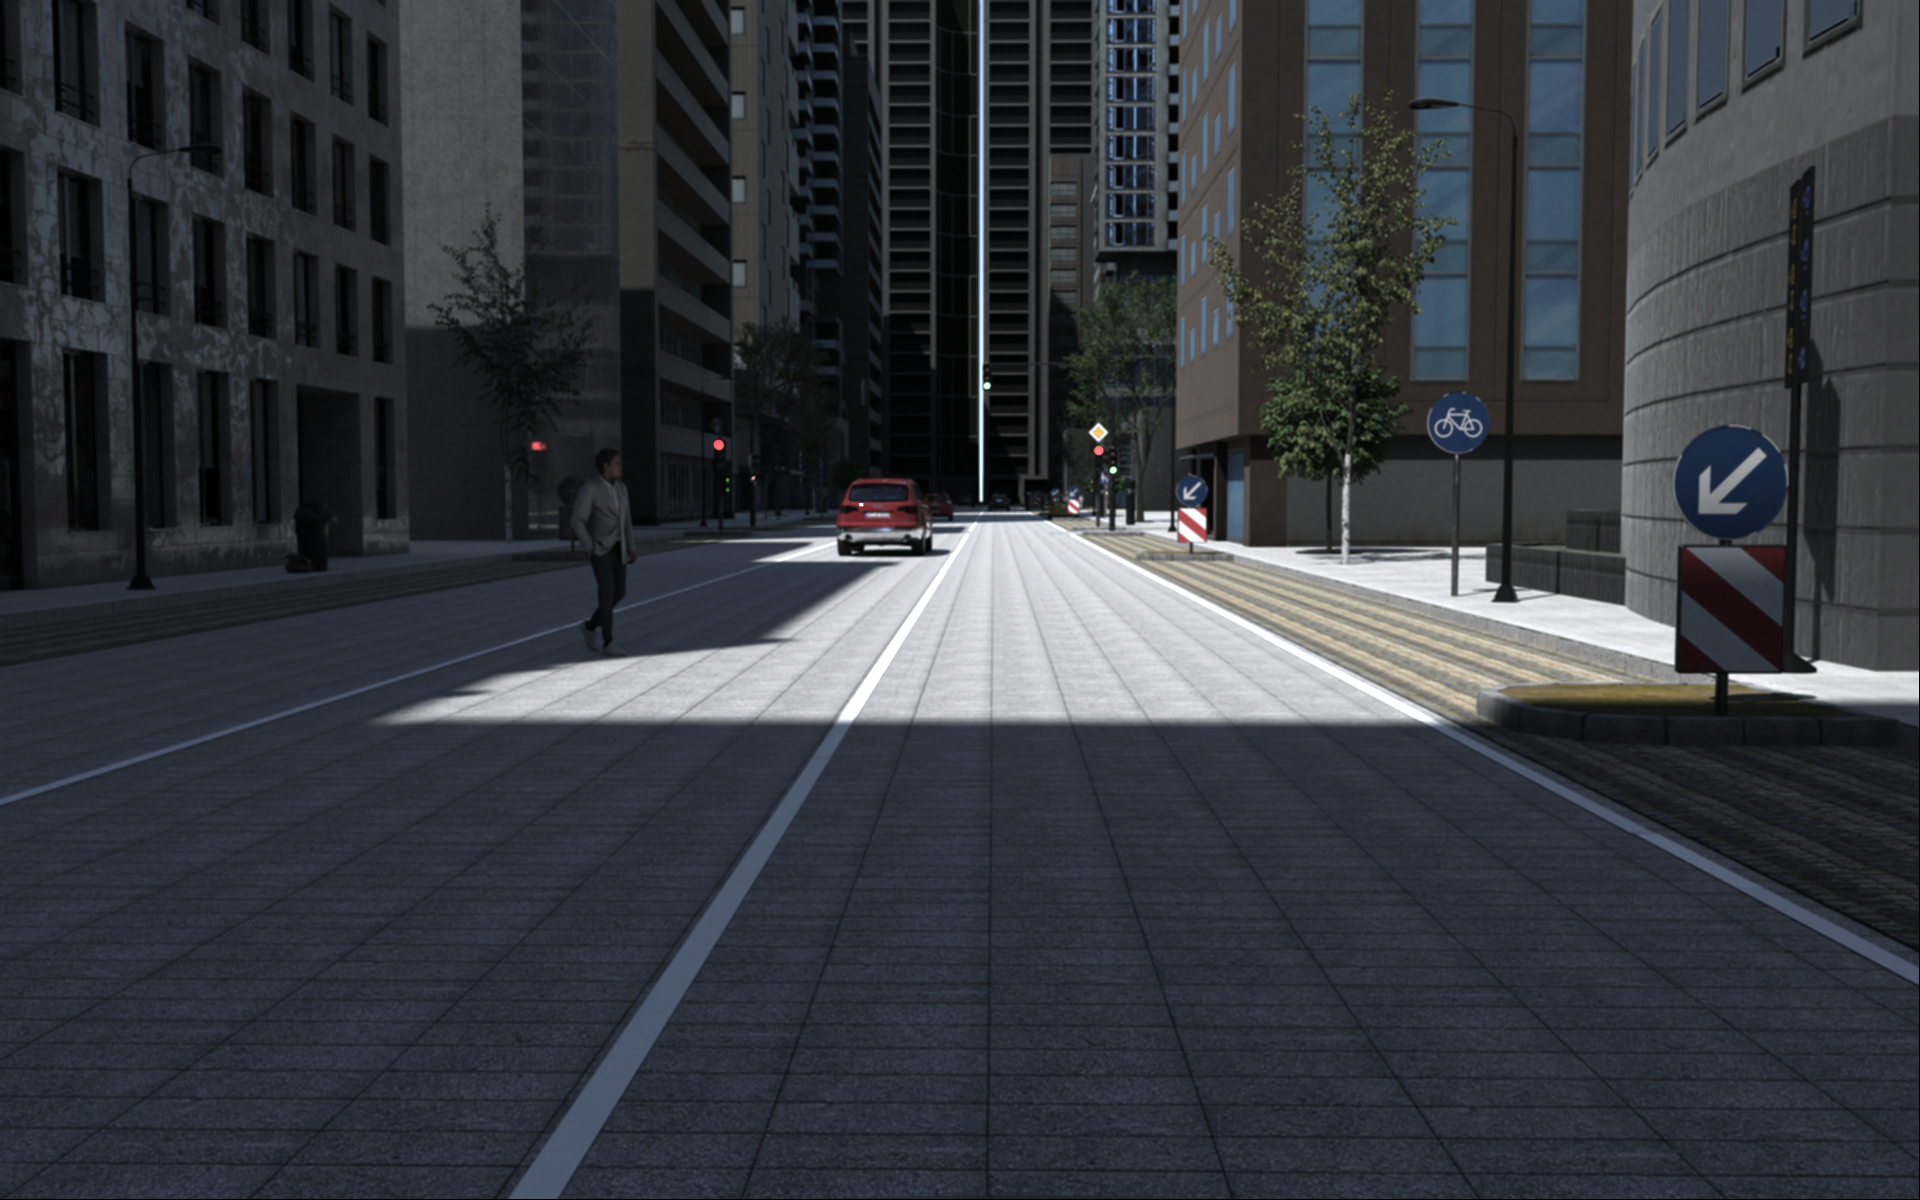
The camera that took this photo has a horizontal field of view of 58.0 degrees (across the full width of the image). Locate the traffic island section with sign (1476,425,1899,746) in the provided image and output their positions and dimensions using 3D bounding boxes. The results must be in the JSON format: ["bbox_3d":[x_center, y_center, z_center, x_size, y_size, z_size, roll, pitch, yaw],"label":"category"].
[{"bbox_3d":[4.333,-0.129,10.732,1.989,1.847,2.006,0,4,1],"label":"traffic island section with sign"}]

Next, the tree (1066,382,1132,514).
[{"bbox_3d":[9.543,-10.001,113.871,4.360,8.622,3.978,0,3,0],"label":"tree"}]

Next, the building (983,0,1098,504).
[{"bbox_3d":[13.522,-48.826,236.561,20.611,71.187,20.563,0,4,1],"label":"building"}]

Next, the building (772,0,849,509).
[{"bbox_3d":[-20.943,-51.658,157.271,22.319,86.520,31.000,0,4,1],"label":"building"}]

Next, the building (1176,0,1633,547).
[{"bbox_3d":[13.679,-24.280,47.083,14.600,45.320,14.200,0,4,1],"label":"building"}]

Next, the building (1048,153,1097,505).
[{"bbox_3d":[17.728,-32.231,210.566,14.154,41.232,14.086,0,4,1],"label":"building"}]

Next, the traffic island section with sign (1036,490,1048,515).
[{"bbox_3d":[6.480,-6.820,120.130,1.989,1.847,2.006,0,4,1],"label":"traffic island section with sign"}]

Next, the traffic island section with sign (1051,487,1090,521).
[{"bbox_3d":[5.934,-5.144,92.732,1.989,1.847,2.006,0,4,1],"label":"traffic island section with sign"}]

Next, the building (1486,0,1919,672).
[{"bbox_3d":[17.149,-28.779,12.529,21.231,58.520,28.212,0,4,1],"label":"building"}]

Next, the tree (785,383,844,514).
[{"bbox_3d":[-9.595,-9.991,113.718,4.737,8.622,4.395,0,3,0],"label":"tree"}]

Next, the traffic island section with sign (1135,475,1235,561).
[{"bbox_3d":[4.853,-1.777,37.683,1.989,1.847,2.006,0,4,1],"label":"traffic island section with sign"}]

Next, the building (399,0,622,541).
[{"bbox_3d":[-21.631,-14.364,52.881,19.932,24.808,12.078,0,4,1],"label":"building"}]

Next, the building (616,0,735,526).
[{"bbox_3d":[-22.587,-27.822,78.597,21.300,48.544,21.600,0,4,1],"label":"building"}]

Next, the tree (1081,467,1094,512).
[{"bbox_3d":[9.432,-7.905,123.844,1.663,3.219,1.824,0,3,0],"label":"tree"}]

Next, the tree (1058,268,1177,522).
[{"bbox_3d":[8.321,-9.346,78.565,9.928,11.665,9.643,0,3,0],"label":"tree"}]

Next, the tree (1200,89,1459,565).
[{"bbox_3d":[6.834,-4.959,31.449,4.737,8.622,4.395,0,3,0],"label":"tree"}]

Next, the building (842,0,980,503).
[{"bbox_3d":[-7.664,-48.835,236.702,20.611,71.187,20.563,0,4,1],"label":"building"}]

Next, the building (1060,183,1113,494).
[{"bbox_3d":[27.425,-30.552,191.400,32.217,40.220,23.993,0,4,1],"label":"building"}]

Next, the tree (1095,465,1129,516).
[{"bbox_3d":[9.076,-6.466,100.316,1.663,3.219,1.824,0,3,0],"label":"tree"}]

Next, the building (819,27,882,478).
[{"bbox_3d":[-19.655,-34.335,185.077,21.300,48.544,21.600,0,4,1],"label":"building"}]

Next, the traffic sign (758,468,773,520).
[{"bbox_3d":[-9.548,-5.199,85.108,0.768,2.556,0.104,1,4,10],"label":"traffic sign"}]

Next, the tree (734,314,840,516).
[{"bbox_3d":[-10.809,-10.755,101.601,9.928,11.665,9.643,0,3,0],"label":"tree"}]

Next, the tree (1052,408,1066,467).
[{"bbox_3d":[9.600,-11.993,146.443,4.360,8.622,3.978,0,3,0],"label":"tree"}]

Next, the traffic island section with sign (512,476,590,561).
[{"bbox_3d":[-8.467,-1.768,37.529,1.989,1.847,2.006,0,4,1],"label":"traffic island section with sign"}]

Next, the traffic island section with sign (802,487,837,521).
[{"bbox_3d":[-7.379,-5.155,92.914,1.989,1.847,2.006,0,4,1],"label":"traffic island section with sign"}]

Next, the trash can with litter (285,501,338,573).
[{"bbox_3d":[-10.704,-1.049,28.537,0.624,1.170,1.055,0,4,-2],"label":"trash can with litter"}]

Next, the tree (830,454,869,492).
[{"bbox_3d":[-8.982,-9.583,140.397,4.285,4.588,4.351,0,3,0],"label":"tree"}]

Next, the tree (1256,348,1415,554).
[{"bbox_3d":[8.081,-3.283,37.396,4.285,4.588,4.351,0,3,0],"label":"tree"}]

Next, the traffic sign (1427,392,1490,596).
[{"bbox_3d":[6.215,-1.320,21.688,0.768,2.556,0.104,0,4,3],"label":"traffic sign"}]

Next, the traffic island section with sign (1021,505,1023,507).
[{"bbox_3d":[7.991,-11.534,197.205,1.989,1.847,2.006,0,4,1],"label":"traffic island section with sign"}]

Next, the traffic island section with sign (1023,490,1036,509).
[{"bbox_3d":[7.460,-9.885,170.255,1.989,1.847,2.006,0,4,1],"label":"traffic island section with sign"}]

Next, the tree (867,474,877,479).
[{"bbox_3d":[-8.279,-10.426,165.071,1.663,3.219,1.824,0,3,0],"label":"tree"}]

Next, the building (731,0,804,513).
[{"bbox_3d":[-26.250,-32.800,125.526,28.713,52.752,27.495,0,4,1],"label":"building"}]

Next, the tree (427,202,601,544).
[{"bbox_3d":[-11.455,-5.770,44.704,4.360,8.622,3.978,0,3,0],"label":"tree"}]

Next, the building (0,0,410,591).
[{"bbox_3d":[-17.434,-10.665,29.127,10.420,20.320,16.860,0,4,1],"label":"building"}]

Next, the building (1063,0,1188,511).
[{"bbox_3d":[21.575,-51.987,162.651,22.319,86.520,31.000,0,4,1],"label":"building"}]

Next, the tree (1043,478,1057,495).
[{"bbox_3d":[9.888,-12.239,194.707,1.663,3.219,1.824,0,3,0],"label":"tree"}]
